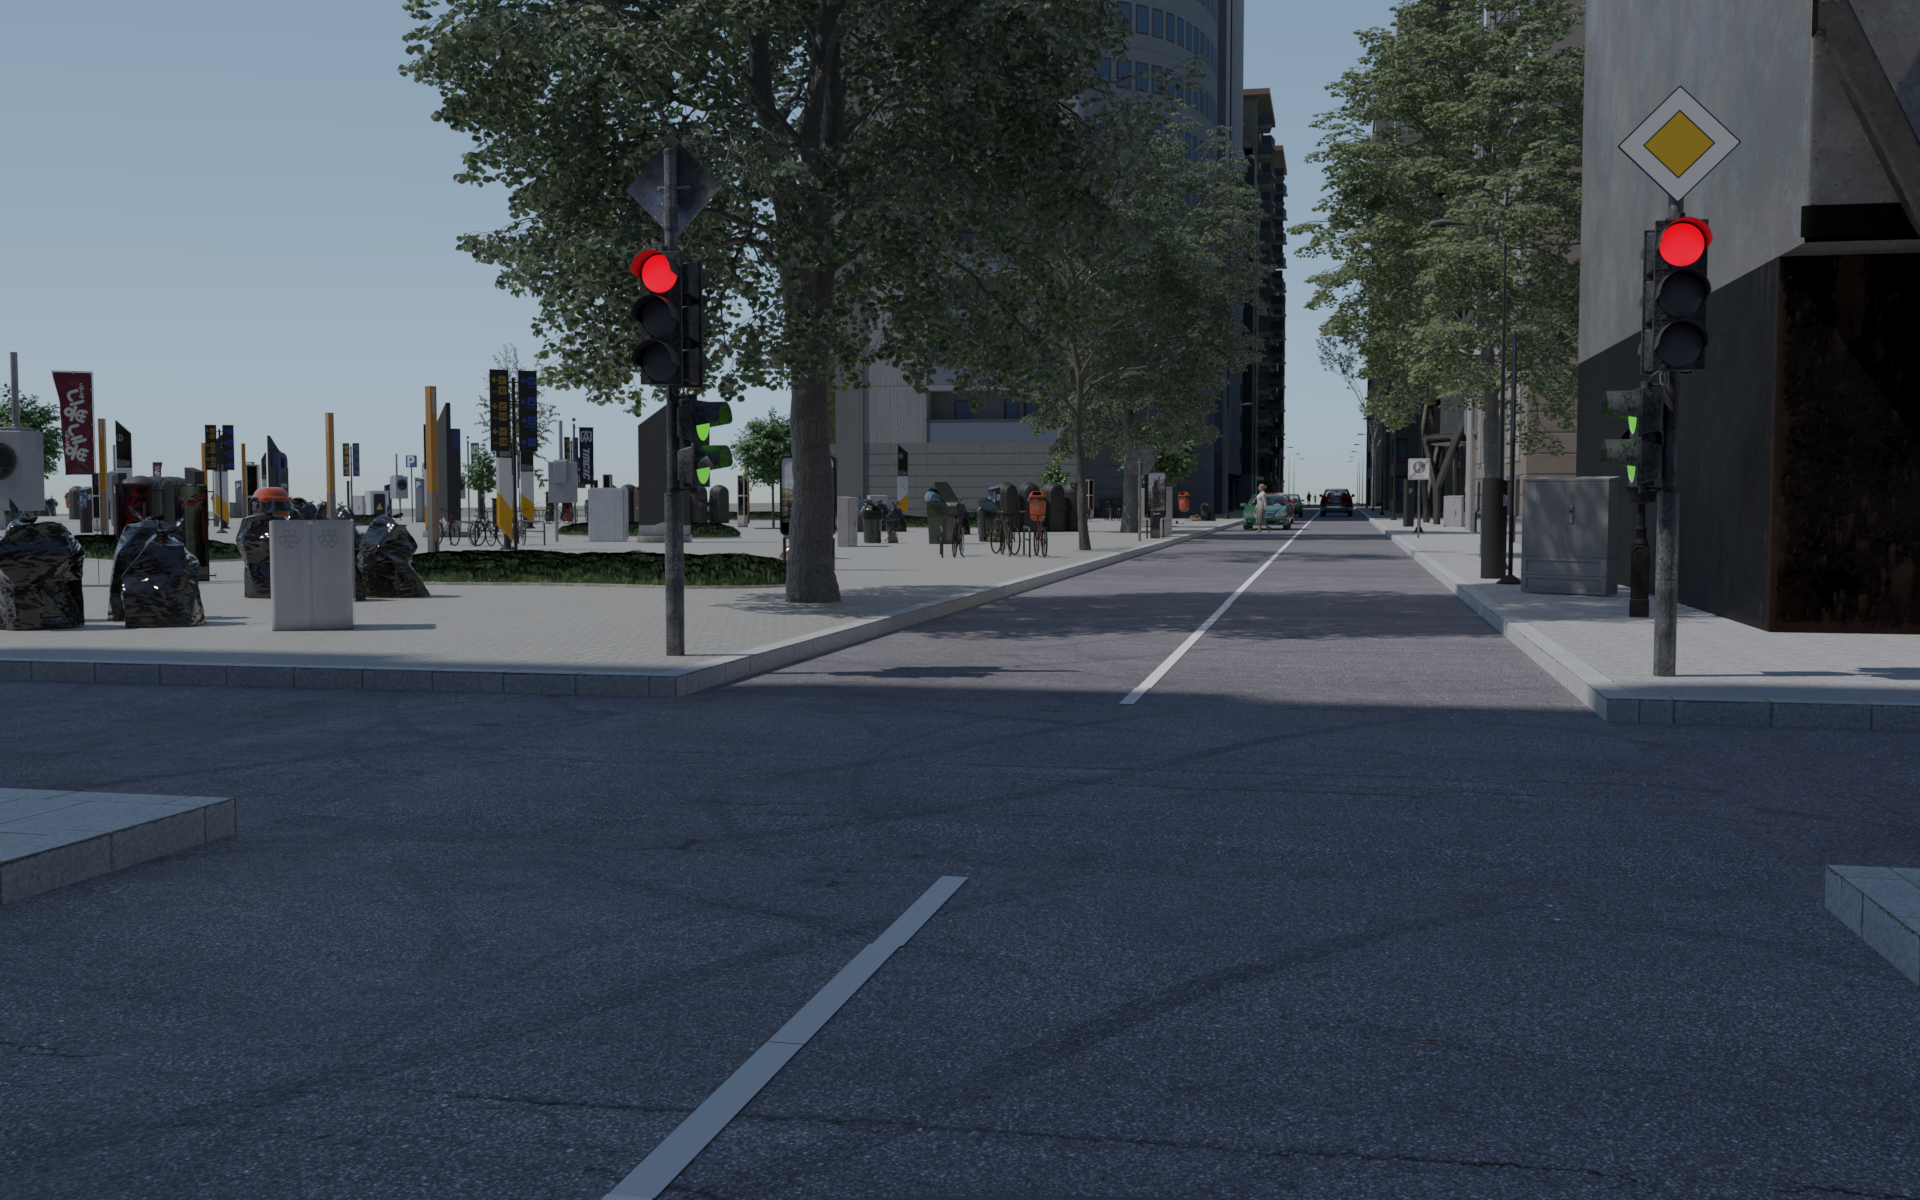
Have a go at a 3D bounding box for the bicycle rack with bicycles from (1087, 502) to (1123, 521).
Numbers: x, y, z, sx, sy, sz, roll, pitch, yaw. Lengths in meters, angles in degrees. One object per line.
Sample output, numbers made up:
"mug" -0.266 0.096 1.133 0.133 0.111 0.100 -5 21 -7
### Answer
"bicycle rack with bicycles" 6.824 -4.242 82.745 2.852 0.926 2.925 0 4 3

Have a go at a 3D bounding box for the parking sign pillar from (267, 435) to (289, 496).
"parking sign pillar" -31.562 -5.610 80.194 1.447 3.967 1.447 0 4 2

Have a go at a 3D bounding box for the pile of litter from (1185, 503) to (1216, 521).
"pile of litter" 11.454 -4.185 82.386 1.719 0.858 1.176 -1 4 -14

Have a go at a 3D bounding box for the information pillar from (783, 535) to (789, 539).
"information pillar" -4.921 -2.770 49.782 0.304 2.012 0.304 0 4 -1

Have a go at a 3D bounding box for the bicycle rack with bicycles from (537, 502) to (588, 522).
"bicycle rack with bicycles" -17.259 -3.736 74.460 2.852 0.926 2.925 -3 4 -37

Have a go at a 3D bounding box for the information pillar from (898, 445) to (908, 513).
"information pillar" -2.692 -5.492 81.155 0.504 3.616 0.183 0 4 -7

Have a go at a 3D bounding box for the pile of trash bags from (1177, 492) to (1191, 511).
"pile of trash bags" 9.849 -4.612 85.156 3.447 1.369 1.912 3 5 41

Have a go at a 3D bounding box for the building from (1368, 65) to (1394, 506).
"building" 55.151 -34.391 185.988 21.300 48.544 21.600 1 4 12

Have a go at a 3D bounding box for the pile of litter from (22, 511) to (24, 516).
"pile of litter" -40.123 -3.635 73.397 1.719 0.858 1.176 -3 5 -42

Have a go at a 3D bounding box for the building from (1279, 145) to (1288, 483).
"building" 29.020 -34.260 214.771 22.147 44.769 28.867 1 4 12

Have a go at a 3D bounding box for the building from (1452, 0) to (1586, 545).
"building" 22.180 -16.188 50.584 13.634 28.700 20.117 1 4 12

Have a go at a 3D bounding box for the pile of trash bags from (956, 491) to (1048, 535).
"pile of trash bags" 1.091 -2.765 54.963 3.447 1.369 1.912 1 4 14

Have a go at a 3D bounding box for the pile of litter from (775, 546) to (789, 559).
"pile of litter" -3.135 -1.247 34.349 1.176 0.858 1.719 1 4 20

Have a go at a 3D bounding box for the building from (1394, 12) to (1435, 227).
"building" 44.400 -28.479 149.232 14.154 41.232 14.086 1 4 12

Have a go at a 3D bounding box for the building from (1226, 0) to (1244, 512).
"building" 12.899 -29.006 124.359 14.600 45.320 14.200 1 4 12

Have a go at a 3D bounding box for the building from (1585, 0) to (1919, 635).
"building" 16.755 -9.253 18.745 16.811 18.784 16.820 1 4 12

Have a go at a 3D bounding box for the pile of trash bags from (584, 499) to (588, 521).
"pile of trash bags" -17.312 -4.557 84.259 1.912 1.369 3.447 -1 4 -10

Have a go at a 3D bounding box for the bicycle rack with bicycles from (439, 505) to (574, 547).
"bicycle rack with bicycles" -11.590 -1.818 43.110 2.852 0.926 2.925 -2 4 -34

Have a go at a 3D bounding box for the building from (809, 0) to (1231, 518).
"building" 4.651 -34.324 103.194 21.231 58.520 28.212 1 4 12

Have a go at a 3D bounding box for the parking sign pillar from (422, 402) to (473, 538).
"parking sign pillar" -15.309 -3.861 51.600 1.447 3.967 1.447 -3 4 -36

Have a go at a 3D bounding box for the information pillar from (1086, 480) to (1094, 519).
"information pillar" 6.628 -5.139 88.521 0.304 2.012 0.304 -2 4 -26

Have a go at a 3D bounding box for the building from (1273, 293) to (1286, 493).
"building" 36.828 -28.365 235.462 14.160 30.474 14.107 1 4 12

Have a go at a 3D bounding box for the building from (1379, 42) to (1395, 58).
"building" 64.516 -41.722 224.158 21.231 58.520 28.212 1 4 12

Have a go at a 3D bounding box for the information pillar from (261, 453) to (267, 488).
"information pillar" -39.143 -6.490 97.462 0.183 3.616 0.504 0 4 5

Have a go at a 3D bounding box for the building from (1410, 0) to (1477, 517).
"building" 37.369 -27.135 98.275 22.147 44.769 28.867 1 4 12

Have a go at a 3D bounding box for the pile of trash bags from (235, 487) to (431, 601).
"pile of trash bags" -8.247 -0.752 22.042 1.912 1.369 3.447 -3 5 -43

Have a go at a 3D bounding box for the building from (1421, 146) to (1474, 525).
"building" 28.489 -12.662 74.474 16.820 18.784 16.811 1 4 12

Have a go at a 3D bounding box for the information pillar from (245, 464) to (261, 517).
"information pillar" -17.584 -2.363 43.129 0.304 2.012 0.304 -1 4 -12

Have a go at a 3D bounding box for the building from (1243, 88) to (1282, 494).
"building" 22.296 -32.499 185.978 22.147 44.769 28.867 1 4 12

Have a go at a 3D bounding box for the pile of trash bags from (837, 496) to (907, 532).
"pile of trash bags" -3.616 -2.998 58.768 3.447 1.369 1.912 -1 4 -23

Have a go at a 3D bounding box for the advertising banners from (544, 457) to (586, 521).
"advertising banners" -18.559 -5.226 81.635 2.074 3.025 0.090 -1 4 -10

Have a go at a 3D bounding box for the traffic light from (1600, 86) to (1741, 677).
"traffic light" 4.950 -1.418 12.104 0.839 4.253 0.868 1 4 12

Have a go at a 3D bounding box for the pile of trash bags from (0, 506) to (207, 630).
"pile of trash bags" -9.218 -0.443 16.998 3.447 1.369 1.912 -1 4 -16

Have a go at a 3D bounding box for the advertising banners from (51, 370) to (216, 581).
"advertising banners" -11.915 -1.764 25.033 2.074 3.025 0.090 -2 4 -27

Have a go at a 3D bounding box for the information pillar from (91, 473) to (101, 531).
"information pillar" -29.587 -3.365 59.506 0.304 2.012 0.304 0 4 8

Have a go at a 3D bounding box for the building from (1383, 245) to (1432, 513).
"building" 45.823 -17.280 127.572 27.650 21.520 28.899 1 4 12

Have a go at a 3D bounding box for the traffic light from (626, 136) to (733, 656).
"traffic light" -2.246 -1.512 13.650 0.839 4.253 0.868 1 4 12

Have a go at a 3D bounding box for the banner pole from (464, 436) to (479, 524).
"banner pole" -20.934 -5.160 74.386 0.863 3.779 0.401 2 4 27

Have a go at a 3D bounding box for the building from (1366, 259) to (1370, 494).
"building" 55.480 -26.524 205.361 14.160 30.474 14.107 1 4 12

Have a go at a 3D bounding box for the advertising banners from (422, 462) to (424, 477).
"advertising banners" -29.283 -6.063 95.310 0.090 3.025 2.074 -2 4 -32

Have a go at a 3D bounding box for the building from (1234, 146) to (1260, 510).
"building" 19.007 -23.336 153.242 14.160 30.474 14.107 1 4 12

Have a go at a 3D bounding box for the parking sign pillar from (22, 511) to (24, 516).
"parking sign pillar" -44.058 -5.646 80.781 1.447 3.967 1.447 3 4 38

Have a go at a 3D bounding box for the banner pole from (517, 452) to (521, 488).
"banner pole" -23.027 -6.199 91.365 0.401 3.779 0.863 3 5 41

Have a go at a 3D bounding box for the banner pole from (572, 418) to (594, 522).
"banner pole" -12.419 -4.088 56.862 0.863 3.779 0.401 -1 4 -17

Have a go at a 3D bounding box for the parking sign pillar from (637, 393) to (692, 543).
"parking sign pillar" -7.849 -3.514 45.934 1.447 3.967 1.447 1 4 12

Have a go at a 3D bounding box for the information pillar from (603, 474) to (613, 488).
"information pillar" -13.010 -3.639 63.993 0.304 2.012 0.304 0 4 3

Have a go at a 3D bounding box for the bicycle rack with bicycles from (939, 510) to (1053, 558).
"bicycle rack with bicycles" 0.628 -1.378 35.916 2.852 0.926 2.925 0 4 0

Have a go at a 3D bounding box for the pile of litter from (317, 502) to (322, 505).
"pile of litter" -34.880 -4.907 94.194 1.719 0.858 1.176 2 4 33
